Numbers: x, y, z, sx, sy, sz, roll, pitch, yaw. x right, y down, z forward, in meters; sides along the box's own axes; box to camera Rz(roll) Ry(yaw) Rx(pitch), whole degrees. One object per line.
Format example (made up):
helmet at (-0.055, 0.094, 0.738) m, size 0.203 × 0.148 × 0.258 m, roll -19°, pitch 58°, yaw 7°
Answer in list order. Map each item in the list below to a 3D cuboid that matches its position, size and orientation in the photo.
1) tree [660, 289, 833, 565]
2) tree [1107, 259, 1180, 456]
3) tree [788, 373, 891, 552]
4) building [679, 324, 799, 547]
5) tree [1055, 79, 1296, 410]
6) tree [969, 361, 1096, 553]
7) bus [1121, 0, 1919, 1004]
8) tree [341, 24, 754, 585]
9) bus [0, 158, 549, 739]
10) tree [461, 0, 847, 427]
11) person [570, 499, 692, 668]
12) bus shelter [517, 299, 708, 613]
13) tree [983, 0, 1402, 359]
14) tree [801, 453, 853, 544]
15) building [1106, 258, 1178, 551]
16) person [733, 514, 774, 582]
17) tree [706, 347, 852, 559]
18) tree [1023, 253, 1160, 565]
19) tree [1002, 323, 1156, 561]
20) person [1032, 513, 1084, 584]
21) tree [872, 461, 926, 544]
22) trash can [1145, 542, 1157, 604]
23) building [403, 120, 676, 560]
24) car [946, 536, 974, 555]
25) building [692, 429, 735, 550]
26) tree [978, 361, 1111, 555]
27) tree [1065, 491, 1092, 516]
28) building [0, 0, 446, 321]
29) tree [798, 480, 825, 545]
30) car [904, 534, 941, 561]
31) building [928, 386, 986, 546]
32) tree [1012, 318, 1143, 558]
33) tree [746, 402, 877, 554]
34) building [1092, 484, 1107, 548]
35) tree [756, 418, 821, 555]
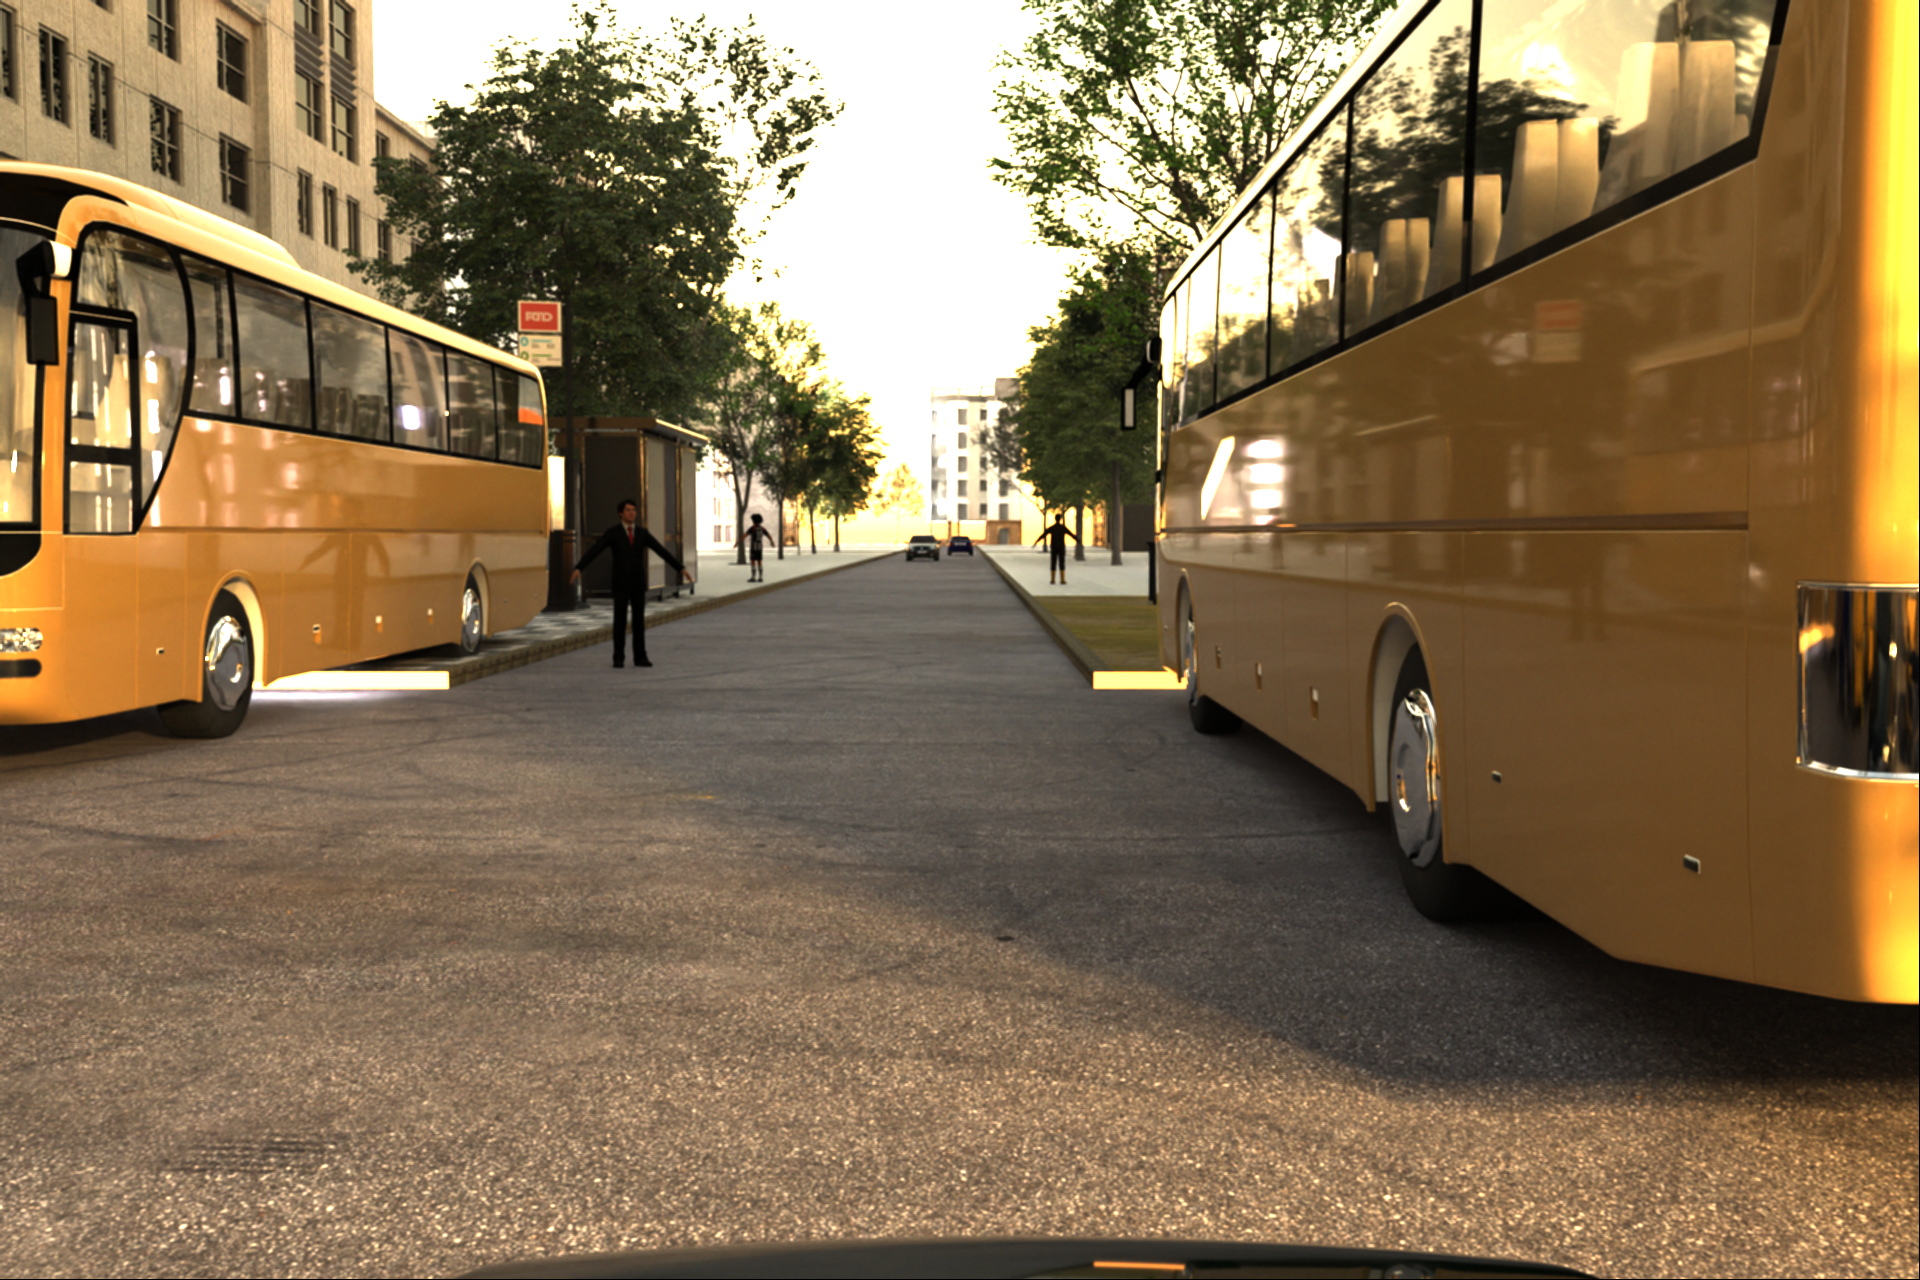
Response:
tree at (-9.119, -8.981, 72.598) m, size 9.928 × 11.665 × 9.643 m, roll 0°, pitch 3°, yaw 0°
tree at (5.909, -5.755, 44.449) m, size 4.737 × 8.622 × 4.395 m, roll 0°, pitch 3°, yaw 0°
tree at (-8.772, -12.509, 122.646) m, size 7.486 × 12.596 × 7.792 m, roll 0°, pitch 3°, yaw 0°
building at (-26.704, -21.203, 177.600) m, size 19.493 × 23.208 × 18.063 m, roll 0°, pitch 4°, yaw 0°
tree at (5.925, -6.252, 36.630) m, size 8.767 × 10.594 × 7.601 m, roll 1°, pitch 4°, yaw 16°
tree at (5.712, -12.697, 117.968) m, size 12.009 × 13.543 × 11.850 m, roll 0°, pitch 3°, yaw 0°
bus at (2.876, -1.081, 9.228) m, size 2.896 × 3.916 × 12.252 m, roll 0°, pitch 4°, yaw 0°
tree at (-9.883, -8.338, 42.975) m, size 9.857 × 13.997 × 8.962 m, roll 0°, pitch 3°, yaw 0°
bus at (-6.327, -1.455, 15.338) m, size 2.896 × 3.916 × 12.252 m, roll 0°, pitch 3°, yaw 0°
tree at (-10.698, -12.540, 60.912) m, size 12.611 × 20.169 × 13.585 m, roll 0°, pitch 3°, yaw 0°
person at (-3.562, -0.614, 18.682) m, size 1.347 × 1.806 × 0.705 m, roll -2°, pitch 4°, yaw -28°
bus shelter at (-6.473, -3.351, 32.416) m, size 2.179 × 5.291 × 8.768 m, roll 0°, pitch 4°, yaw 0°
tree at (4.002, -6.149, 26.294) m, size 9.928 × 11.665 × 9.643 m, roll 0°, pitch 3°, yaw 0°
tree at (-15.790, -18.056, 213.348) m, size 7.486 × 12.596 × 7.792 m, roll 0°, pitch 3°, yaw 0°
building at (25.949, -18.350, 144.000) m, size 27.936 × 21.610 × 32.646 m, roll 0°, pitch 3°, yaw 0°
person at (-5.465, -2.458, 46.324) m, size 1.345 × 1.843 × 0.704 m, roll -3°, pitch 5°, yaw -44°
tree at (-9.237, -9.332, 86.996) m, size 8.767 × 10.594 × 7.601 m, roll 2°, pitch 4°, yaw 27°
tree at (6.255, -9.297, 70.137) m, size 7.486 × 12.596 × 7.792 m, roll 0°, pitch 3°, yaw 0°
tree at (5.839, -10.019, 81.941) m, size 7.486 × 12.596 × 7.792 m, roll 0°, pitch 3°, yaw 0°
person at (2.516, -2.346, 44.499) m, size 1.346 × 1.812 × 0.704 m, roll 1°, pitch 4°, yaw 9°
tree at (-7.571, -17.101, 214.008) m, size 7.601 × 10.594 × 8.767 m, roll 0°, pitch 4°, yaw 8°
trash can at (3.759, -1.224, 31.671) m, size 0.748 × 1.137 × 0.748 m, roll 0°, pitch 3°, yaw 0°
building at (-25.642, -13.673, 90.011) m, size 16.747 × 18.905 × 31.486 m, roll 0°, pitch 3°, yaw 0°
car at (0.014, -6.406, 117.313) m, size 1.945 × 1.354 × 3.894 m, roll 0°, pitch 4°, yaw -1°
building at (-24.300, -12.896, 152.998) m, size 9.099 × 9.664 × 28.070 m, roll 0°, pitch 4°, yaw 1°
tree at (6.354, -11.848, 104.085) m, size 12.009 × 13.543 × 11.850 m, roll 0°, pitch 3°, yaw 0°
tree at (16.916, -18.436, 211.803) m, size 12.009 × 13.543 × 11.850 m, roll 0°, pitch 3°, yaw 0°
building at (-27.009, -11.053, 47.172) m, size 16.747 × 18.905 × 31.486 m, roll 0°, pitch 4°, yaw 0°
tree at (-17.501, -15.688, 206.863) m, size 4.360 × 8.622 × 3.978 m, roll 0°, pitch 3°, yaw 0°
car at (-1.997, -5.116, 93.430) m, size 2.009 × 1.686 × 4.222 m, roll 0°, pitch 4°, yaw 1°
building at (-3.573, -21.609, 212.184) m, size 11.380 × 20.090 × 16.016 m, roll 0°, pitch 4°, yaw -5°
tree at (6.433, -10.602, 91.473) m, size 7.486 × 12.596 × 7.792 m, roll 0°, pitch 3°, yaw 0°
tree at (-9.577, -10.887, 112.410) m, size 8.767 × 10.594 × 7.601 m, roll -1°, pitch 4°, yaw -21°
building at (22.950, -20.762, 170.394) m, size 19.493 × 23.208 × 18.063 m, roll 0°, pitch 4°, yaw 0°
tree at (-9.464, -9.384, 103.783) m, size 4.360 × 8.622 × 3.978 m, roll 0°, pitch 3°, yaw 0°
